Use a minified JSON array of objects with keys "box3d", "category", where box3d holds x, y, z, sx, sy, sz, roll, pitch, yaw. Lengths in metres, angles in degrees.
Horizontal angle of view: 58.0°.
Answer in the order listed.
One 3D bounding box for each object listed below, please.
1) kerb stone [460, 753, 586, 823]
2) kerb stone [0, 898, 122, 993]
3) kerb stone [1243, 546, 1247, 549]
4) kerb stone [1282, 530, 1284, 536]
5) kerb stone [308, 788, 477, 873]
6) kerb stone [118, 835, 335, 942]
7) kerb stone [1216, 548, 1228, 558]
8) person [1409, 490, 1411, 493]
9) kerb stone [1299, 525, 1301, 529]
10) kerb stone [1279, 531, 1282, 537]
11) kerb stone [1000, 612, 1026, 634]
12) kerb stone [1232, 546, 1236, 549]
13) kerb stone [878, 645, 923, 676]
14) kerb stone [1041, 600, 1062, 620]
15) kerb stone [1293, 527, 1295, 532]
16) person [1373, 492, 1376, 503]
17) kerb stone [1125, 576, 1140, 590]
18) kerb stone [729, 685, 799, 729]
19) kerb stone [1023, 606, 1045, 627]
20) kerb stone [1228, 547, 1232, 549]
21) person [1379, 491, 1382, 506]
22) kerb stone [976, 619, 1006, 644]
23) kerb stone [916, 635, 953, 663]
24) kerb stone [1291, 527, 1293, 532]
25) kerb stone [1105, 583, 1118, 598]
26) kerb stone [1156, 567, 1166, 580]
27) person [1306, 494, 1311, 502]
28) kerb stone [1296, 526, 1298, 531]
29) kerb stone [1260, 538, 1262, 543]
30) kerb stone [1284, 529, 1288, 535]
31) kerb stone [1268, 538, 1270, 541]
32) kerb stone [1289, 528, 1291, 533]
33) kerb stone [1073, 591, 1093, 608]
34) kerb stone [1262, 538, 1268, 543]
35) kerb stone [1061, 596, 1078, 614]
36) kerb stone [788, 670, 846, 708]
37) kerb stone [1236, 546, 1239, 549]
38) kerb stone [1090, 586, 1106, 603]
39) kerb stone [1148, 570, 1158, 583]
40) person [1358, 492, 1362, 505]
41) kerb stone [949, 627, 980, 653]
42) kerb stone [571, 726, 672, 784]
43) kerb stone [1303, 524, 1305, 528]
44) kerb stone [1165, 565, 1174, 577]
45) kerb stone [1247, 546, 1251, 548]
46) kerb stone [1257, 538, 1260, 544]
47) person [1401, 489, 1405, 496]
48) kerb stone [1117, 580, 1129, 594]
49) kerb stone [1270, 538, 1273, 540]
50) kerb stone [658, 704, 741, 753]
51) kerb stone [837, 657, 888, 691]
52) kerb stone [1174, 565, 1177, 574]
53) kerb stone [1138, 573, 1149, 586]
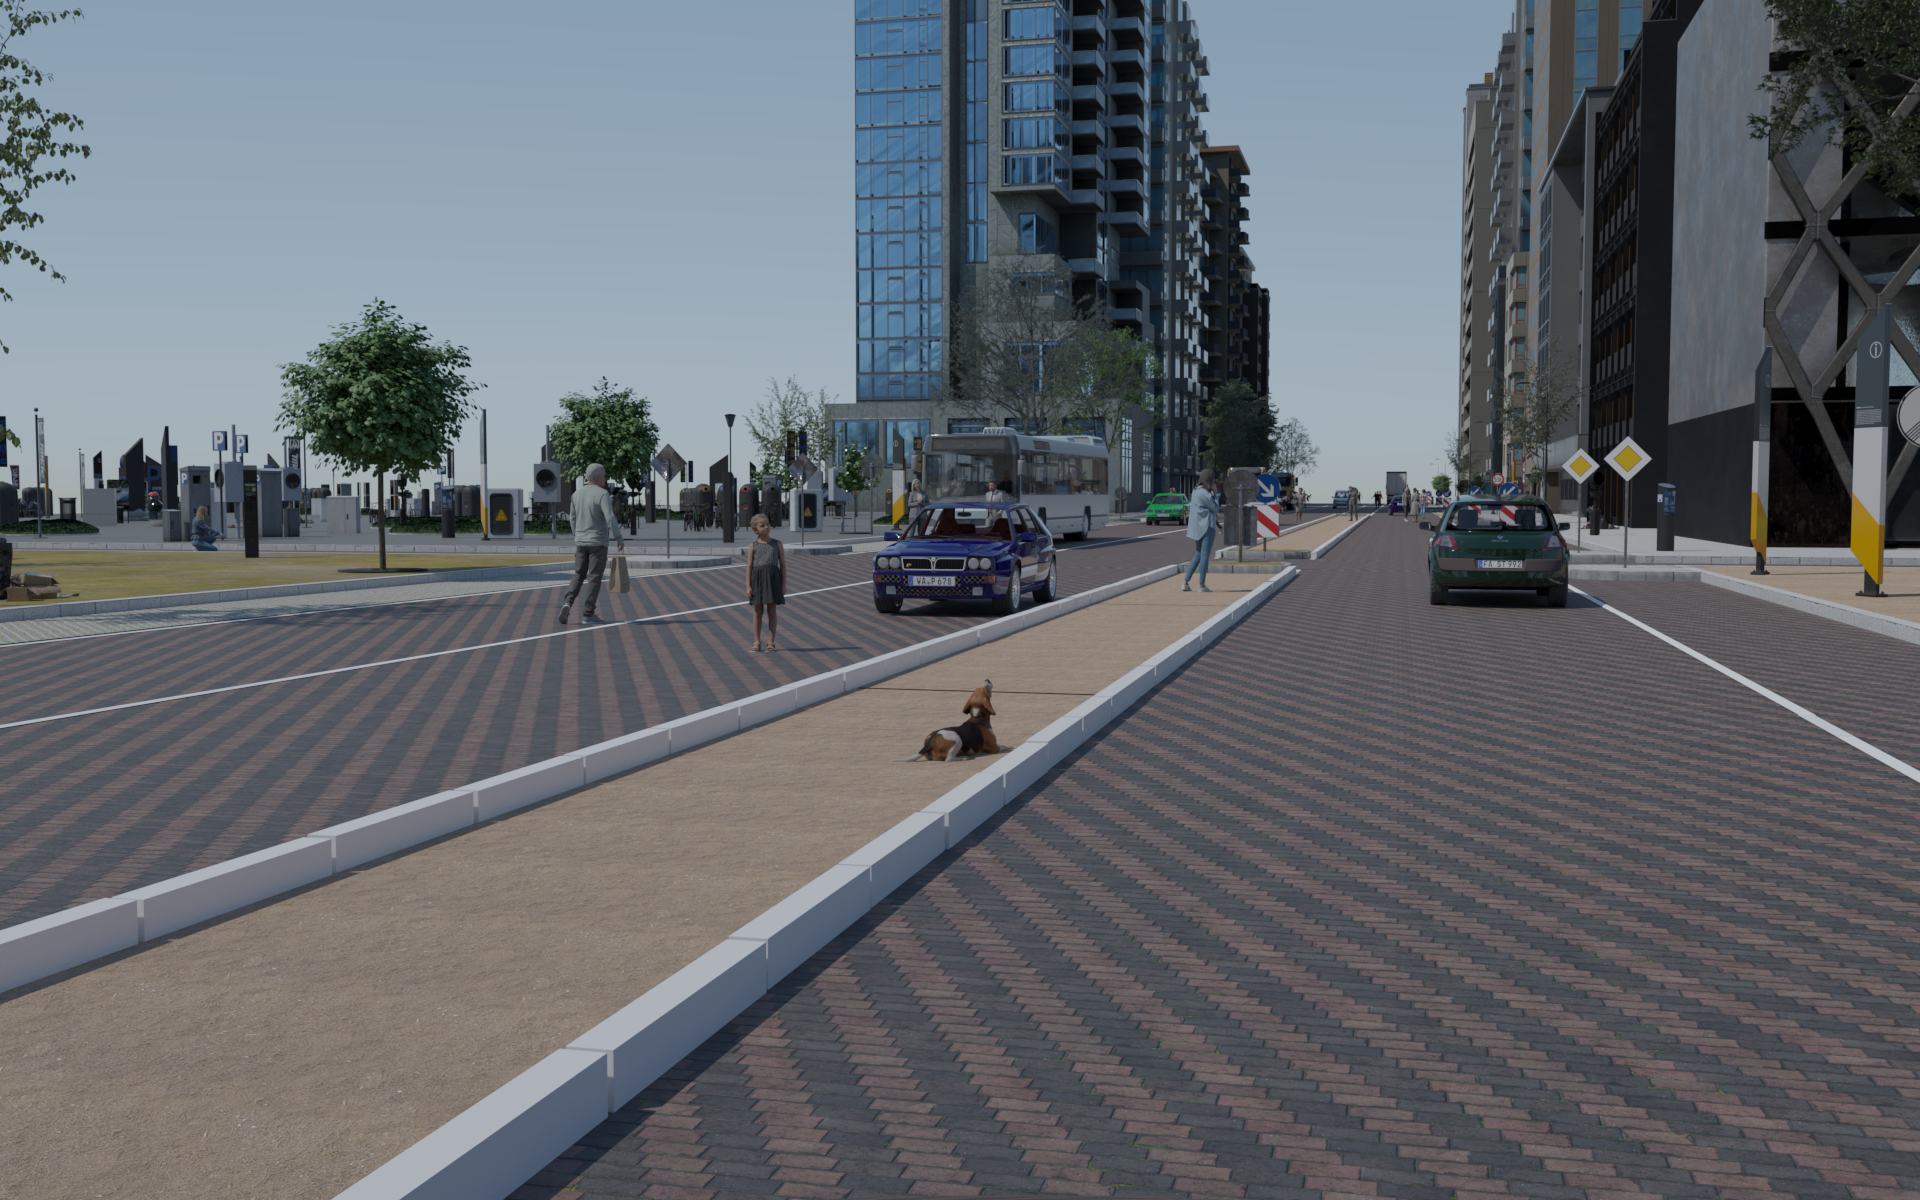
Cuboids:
[{"box3d":[-2.020,0.869,7.996,0.120,0.150,1.000,1,4,14],"category":"kerb stone"},{"box3d":[-2.780,1.051,5.005,0.120,0.150,1.000,1,4,14],"category":"kerb stone"},{"box3d":[7.180,-1.352,44.311,0.120,0.150,1.000,1,4,14],"category":"kerb stone"},{"box3d":[10.696,-2.203,58.218,0.120,0.150,1.000,1,4,14],"category":"kerb stone"},{"box3d":[-2.278,0.929,7.000,0.120,0.150,1.000,1,4,14],"category":"kerb stone"},{"box3d":[-2.526,0.995,5.998,0.120,0.150,1.000,1,4,14],"category":"kerb stone"},{"box3d":[5.917,-1.048,39.334,0.120,0.150,1.000,1,4,14],"category":"kerb stone"},{"box3d":[45.266,-10.140,174.295,1.348,1.824,0.705,3,5,44],"category":"person"},{"box3d":[13.218,-2.811,68.165,0.120,0.150,1.000,1,4,14],"category":"kerb stone"},{"box3d":[10.453,-2.142,57.225,0.120,0.150,1.000,1,4,14],"category":"kerb stone"},{"box3d":[0.493,0.261,17.935,0.120,0.150,1.000,1,4,14],"category":"kerb stone"},{"box3d":[6.422,-1.170,41.326,0.120,0.150,1.000,1,4,14],"category":"kerb stone"},{"box3d":[-0.512,0.504,13.960,0.120,0.150,1.000,1,4,14],"category":"kerb stone"},{"box3d":[0.993,0.139,19.919,0.120,0.150,1.000,1,4,14],"category":"kerb stone"},{"box3d":[12.217,-2.569,64.192,0.120,0.150,1.000,1,4,14],"category":"kerb stone"},{"box3d":[63.721,-15.711,265.396,0.705,1.821,1.348,-2,4,-28],"category":"person"},{"box3d":[2.514,-0.226,25.891,0.120,0.150,1.000,1,4,14],"category":"kerb stone"},{"box3d":[-1.263,0.687,10.972,0.120,0.150,1.000,1,4,14],"category":"kerb stone"},{"box3d":[0.747,0.202,18.926,0.120,0.150,1.000,1,4,14],"category":"kerb stone"},{"box3d":[6.176,-1.105,40.323,0.120,0.150,1.000,1,4,14],"category":"kerb stone"},{"box3d":[49.926,-12.085,206.019,0.705,1.831,1.348,-1,4,-15],"category":"person"},{"box3d":[0.254,0.321,16.939,0.120,0.150,1.000,1,4,14],"category":"kerb stone"},{"box3d":[-0.263,0.443,14.954,0.120,0.150,1.000,1,4,14],"category":"kerb stone"},{"box3d":[11.962,-2.508,63.194,0.120,0.150,1.000,1,4,14],"category":"kerb stone"},{"box3d":[2.010,-0.105,23.907,0.120,0.150,1.000,1,4,14],"category":"kerb stone"},{"box3d":[3.269,-0.409,28.884,0.120,0.150,1.000,1,4,14],"category":"kerb stone"},{"box3d":[49.178,-14.208,243.987,0.799,1.438,0.628,1,4,12],"category":"person"},{"box3d":[12.715,-2.690,66.176,0.120,0.150,1.000,1,4,14],"category":"kerb stone"},{"box3d":[8.430,-1.655,49.274,0.120,0.150,1.000,1,4,14],"category":"kerb stone"},{"box3d":[11.208,-2.325,60.208,0.120,0.150,1.000,1,4,14],"category":"kerb stone"},{"box3d":[9.186,-1.837,52.250,0.120,0.150,1.000,1,4,14],"category":"kerb stone"},{"box3d":[11.707,-2.446,62.193,0.120,0.150,1.000,1,4,14],"category":"kerb stone"},{"box3d":[1.501,0.017,21.916,0.120,0.150,1.000,1,4,14],"category":"kerb stone"},{"box3d":[8.935,-1.772,51.258,0.120,0.150,1.000,1,4,14],"category":"kerb stone"},{"box3d":[1.250,0.083,20.920,0.120,0.150,1.000,1,4,14],"category":"kerb stone"},{"box3d":[-1.017,0.625,11.976,0.120,0.150,1.000,1,4,14],"category":"kerb stone"},{"box3d":[6.680,-1.227,42.321,0.120,0.150,1.000,1,4,14],"category":"kerb stone"},{"box3d":[1.756,-0.043,22.906,0.120,0.150,1.000,1,4,14],"category":"kerb stone"},{"box3d":[3.020,-0.343,27.893,0.120,0.150,1.000,1,4,14],"category":"kerb stone"},{"box3d":[54.220,-13.831,235.319,0.721,1.739,1.217,-2,4,-35],"category":"person"},{"box3d":[-0.015,0.386,15.946,0.120,0.150,1.000,1,4,14],"category":"kerb stone"},{"box3d":[-1.770,0.808,8.987,0.120,0.150,1.000,1,4,14],"category":"kerb stone"},{"box3d":[13.975,-2.994,71.140,0.120,0.150,1.000,1,4,14],"category":"kerb stone"},{"box3d":[3.519,-0.470,29.875,0.120,0.150,1.000,1,4,14],"category":"kerb stone"},{"box3d":[7.432,-1.413,45.302,0.120,0.150,1.000,1,4,14],"category":"kerb stone"},{"box3d":[8.188,-1.595,48.280,0.120,0.150,1.000,1,4,14],"category":"kerb stone"},{"box3d":[34.457,-7.717,134.537,0.709,1.838,0.599,-1,4,-15],"category":"person"},{"box3d":[2.261,-0.158,24.898,0.120,0.150,1.000,1,4,14],"category":"kerb stone"},{"box3d":[9.438,-1.899,53.249,0.120,0.150,1.000,1,4,14],"category":"kerb stone"},{"box3d":[-1.518,0.747,9.981,0.120,0.150,1.000,1,4,14],"category":"kerb stone"},{"box3d":[-0.758,0.564,12.968,0.120,0.150,1.000,1,4,14],"category":"kerb stone"},{"box3d":[3.772,-0.531,30.871,0.120,0.150,1.000,1,4,14],"category":"kerb stone"},{"box3d":[2.762,-0.286,26.891,0.120,0.150,1.000,1,4,14],"category":"kerb stone"}]
